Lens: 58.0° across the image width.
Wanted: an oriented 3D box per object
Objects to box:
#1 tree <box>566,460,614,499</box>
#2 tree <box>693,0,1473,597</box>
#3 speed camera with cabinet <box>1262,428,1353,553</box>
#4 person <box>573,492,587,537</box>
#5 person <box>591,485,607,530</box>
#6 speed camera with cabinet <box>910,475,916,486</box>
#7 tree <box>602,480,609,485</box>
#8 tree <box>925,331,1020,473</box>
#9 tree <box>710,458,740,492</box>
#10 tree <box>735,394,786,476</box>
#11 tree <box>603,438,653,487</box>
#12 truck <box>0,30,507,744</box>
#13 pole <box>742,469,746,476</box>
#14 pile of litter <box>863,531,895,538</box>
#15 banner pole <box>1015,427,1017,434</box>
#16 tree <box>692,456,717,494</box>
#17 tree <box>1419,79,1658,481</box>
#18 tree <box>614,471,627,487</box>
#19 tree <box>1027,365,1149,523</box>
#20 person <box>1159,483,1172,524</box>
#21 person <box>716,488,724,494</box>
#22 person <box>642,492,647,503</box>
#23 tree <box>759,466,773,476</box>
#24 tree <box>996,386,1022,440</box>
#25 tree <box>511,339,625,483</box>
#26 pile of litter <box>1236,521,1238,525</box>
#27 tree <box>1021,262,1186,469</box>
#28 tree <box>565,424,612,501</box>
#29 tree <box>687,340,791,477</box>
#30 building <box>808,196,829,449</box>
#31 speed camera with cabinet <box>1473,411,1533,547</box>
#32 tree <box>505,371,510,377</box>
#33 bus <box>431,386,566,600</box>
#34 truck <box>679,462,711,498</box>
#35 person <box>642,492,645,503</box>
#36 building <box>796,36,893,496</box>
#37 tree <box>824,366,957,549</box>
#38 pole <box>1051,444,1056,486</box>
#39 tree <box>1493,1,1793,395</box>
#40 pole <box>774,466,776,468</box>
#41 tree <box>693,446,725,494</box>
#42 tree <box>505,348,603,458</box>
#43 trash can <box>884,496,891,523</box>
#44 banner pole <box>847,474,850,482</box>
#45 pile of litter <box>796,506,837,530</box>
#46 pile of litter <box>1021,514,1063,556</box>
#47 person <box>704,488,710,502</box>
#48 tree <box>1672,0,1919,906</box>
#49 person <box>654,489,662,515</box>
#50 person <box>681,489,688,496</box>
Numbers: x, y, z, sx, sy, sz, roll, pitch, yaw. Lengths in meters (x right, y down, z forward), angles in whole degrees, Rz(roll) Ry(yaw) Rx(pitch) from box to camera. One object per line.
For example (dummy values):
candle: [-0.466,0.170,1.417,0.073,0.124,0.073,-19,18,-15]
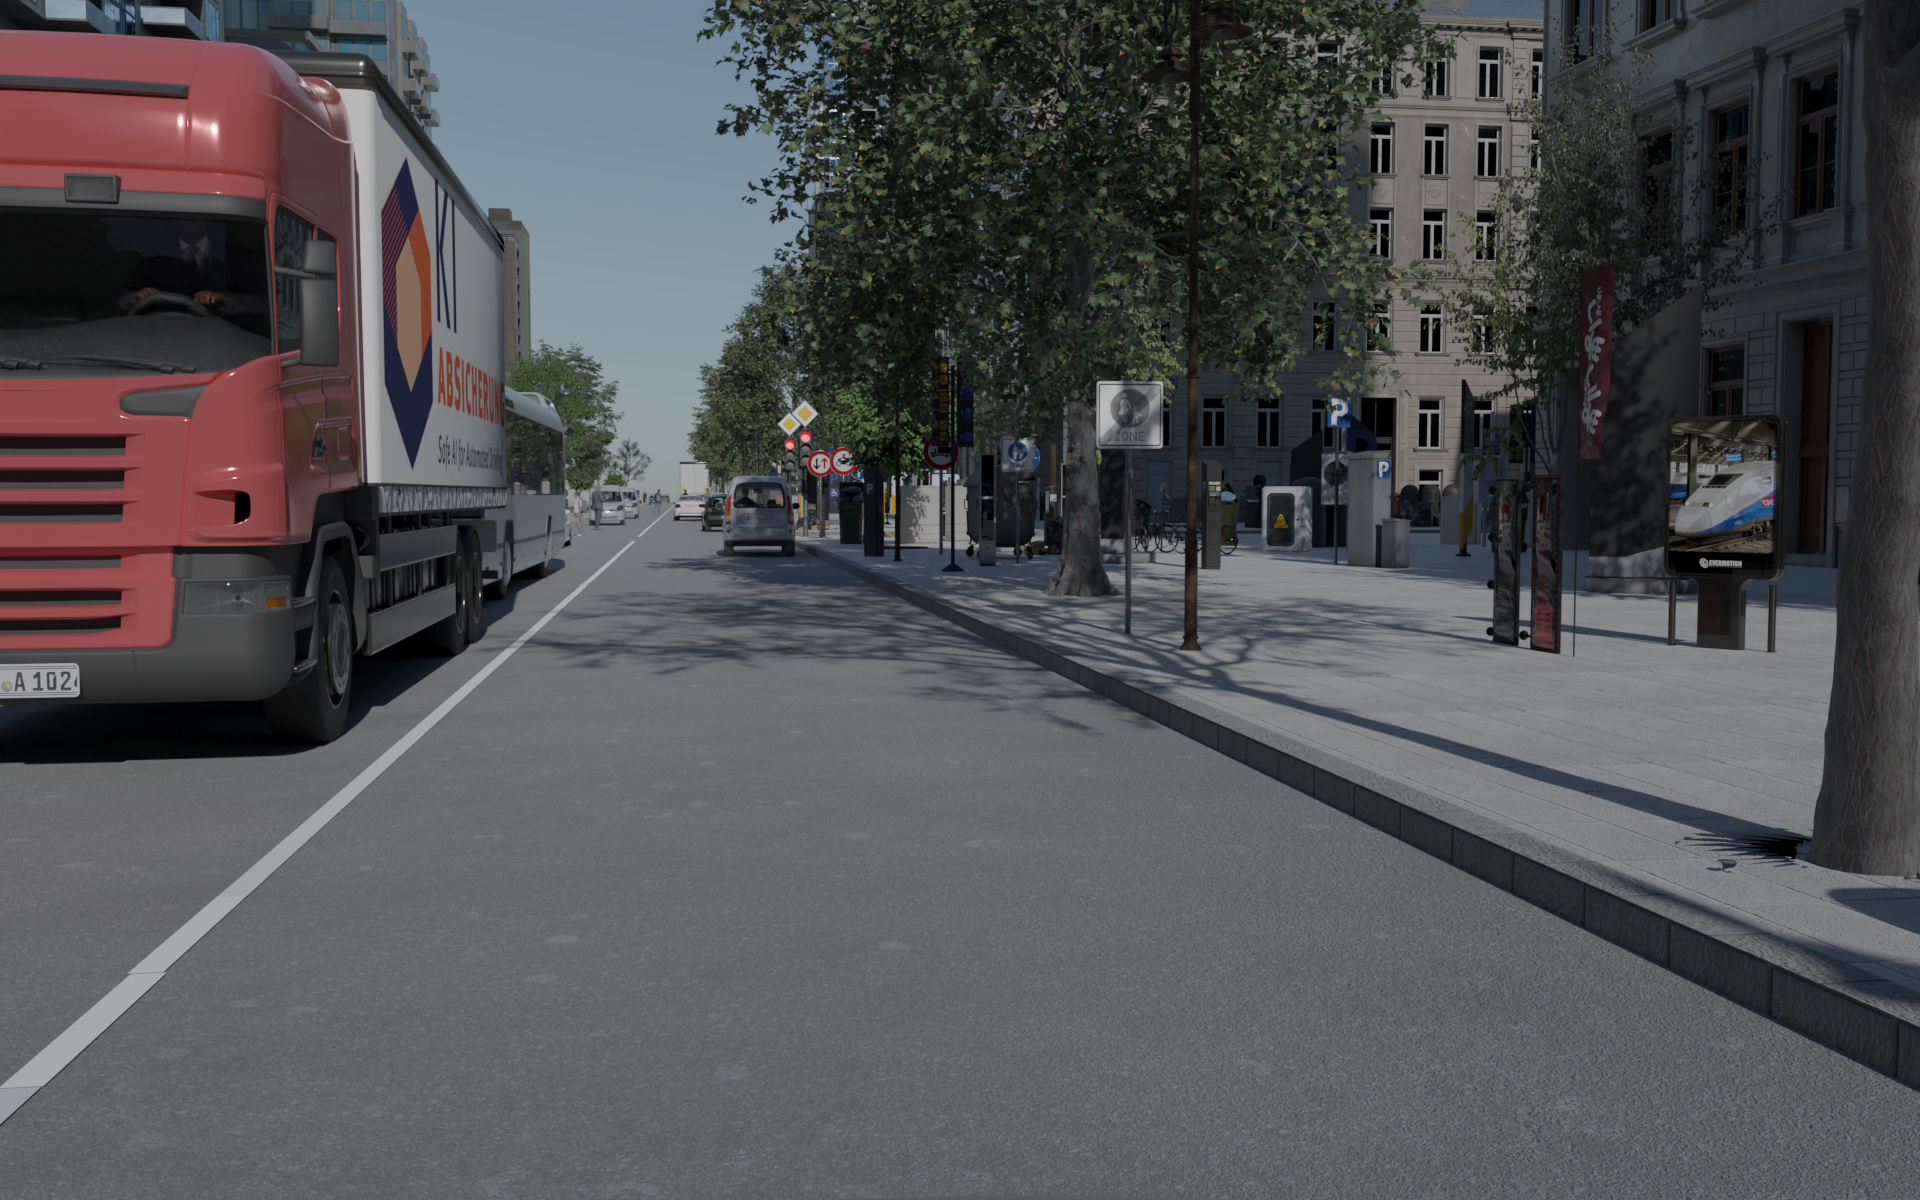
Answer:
tree: [-36.608,-11.215,167.075,4.285,4.588,4.351,0,3,0]
tree: [1.490,-6.412,21.851,9.611,12.733,9.660,0,3,0]
speed camera with cabinet: [7.710,-2.679,38.140,2.038,3.252,0.660,2,4,32]
person: [-12.837,-2.888,58.321,0.503,1.515,0.523,2,4,26]
person: [-14.335,-3.683,68.895,0.661,1.801,0.590,2,4,35]
speed camera with cabinet: [-1.229,-4.164,62.418,0.660,3.252,2.038,-1,4,-20]
tree: [-47.043,-14.363,229.429,1.663,3.219,1.824,0,3,0]
tree: [0.863,-7.439,71.997,4.737,8.622,4.395,0,3,0]
tree: [-36.132,-18.748,256.894,4.737,8.622,4.395,0,3,0]
tree: [-12.372,-9.478,105.320,4.360,8.622,3.978,0,3,0]
tree: [-54.562,-21.289,282.485,8.767,10.594,7.601,-2,4,-24]
truck: [-5.277,-1.482,13.144,2.839,4.237,11.283,-1,4,-9]
pole: [-13.538,-7.017,108.572,0.158,3.312,0.155,0,3,0]
pile of litter: [-2.560,-2.316,51.832,1.176,0.858,1.719,-1,4,-15]
banner pole: [2.101,-4.577,64.853,0.401,3.779,0.863,0,4,-7]
tree: [-39.484,-21.730,281.047,9.928,11.665,9.643,0,3,0]
tree: [10.629,-4.952,31.329,4.737,8.622,4.395,0,3,0]
tree: [-48.675,-15.927,244.125,4.285,4.588,4.351,0,3,0]
tree: [5.123,-6.952,64.022,4.360,8.622,3.978,0,3,0]
person: [6.767,-2.941,56.774,0.537,1.800,0.526,-3,5,-44]
person: [-14.862,-6.002,106.890,0.793,1.790,0.793,3,4,36]
person: [-51.148,-16.718,281.857,1.348,1.822,0.705,-3,4,-38]
tree: [-12.234,-7.100,110.681,1.663,3.219,1.824,0,3,0]
tree: [3.398,-7.773,77.451,4.360,8.622,3.978,0,3,0]
tree: [-32.950,-14.494,143.626,9.857,13.997,8.962,0,3,0]
pile of litter: [10.936,-3.527,71.625,1.176,0.858,1.719,1,4,10]
tree: [4.417,-5.903,46.880,4.737,8.622,4.395,0,3,0]
tree: [-38.713,-13.910,177.782,4.737,8.622,4.395,0,3,0]
tree: [-16.202,-12.800,127.408,7.486,12.596,7.792,0,3,0]
building: [-14.933,-37.073,256.257,14.600,45.320,14.200,-1,4,-9]
speed camera with cabinet: [13.441,-2.901,41.774,2.038,3.252,0.660,0,4,-1]
tree: [-24.931,-8.439,88.340,4.737,8.622,4.395,0,3,0]
bus: [-7.797,-1.912,26.115,2.948,3.499,13.247,-1,4,-8]
truck: [-23.744,-10.174,155.265,2.839,4.237,11.283,0,4,-8]
person: [-52.612,-17.115,288.321,1.348,1.826,0.705,3,5,43]
building: [-14.923,-59.087,278.735,22.319,86.520,31.000,-1,4,-9]
tree: [-1.544,-3.499,40.916,4.285,4.588,4.351,0,3,0]
pole: [3.805,-4.702,70.728,0.158,3.312,0.155,0,3,0]
tree: [9.897,-4.642,26.262,4.360,8.622,3.978,0,3,0]
pole: [-13.189,-7.953,123.872,0.158,3.312,0.155,0,3,0]
tree: [-27.434,-16.380,202.219,8.767,10.594,7.601,0,4,6]
tree: [-29.734,-12.151,124.430,9.928,11.665,9.643,0,3,0]
trash can: [-3.513,-3.794,73.679,0.748,1.137,0.748,0,3,0]
banner pole: [-6.544,-6.838,101.819,0.401,3.779,0.863,1,4,9]
pile of litter: [-5.148,-2.920,61.701,1.719,0.858,1.176,-1,4,-17]
pile of litter: [1.794,-1.404,36.913,1.176,0.858,1.719,2,4,31]
person: [-15.256,-5.800,103.611,0.573,1.790,0.520,1,4,22]
tree: [3.204,-5.815,5.444,12.009,13.543,11.850,0,3,0]
person: [-20.730,-6.726,118.812,0.623,1.781,0.721,0,4,4]
person: [-22.447,-8.151,141.733,1.348,1.831,0.705,-3,5,-41]
